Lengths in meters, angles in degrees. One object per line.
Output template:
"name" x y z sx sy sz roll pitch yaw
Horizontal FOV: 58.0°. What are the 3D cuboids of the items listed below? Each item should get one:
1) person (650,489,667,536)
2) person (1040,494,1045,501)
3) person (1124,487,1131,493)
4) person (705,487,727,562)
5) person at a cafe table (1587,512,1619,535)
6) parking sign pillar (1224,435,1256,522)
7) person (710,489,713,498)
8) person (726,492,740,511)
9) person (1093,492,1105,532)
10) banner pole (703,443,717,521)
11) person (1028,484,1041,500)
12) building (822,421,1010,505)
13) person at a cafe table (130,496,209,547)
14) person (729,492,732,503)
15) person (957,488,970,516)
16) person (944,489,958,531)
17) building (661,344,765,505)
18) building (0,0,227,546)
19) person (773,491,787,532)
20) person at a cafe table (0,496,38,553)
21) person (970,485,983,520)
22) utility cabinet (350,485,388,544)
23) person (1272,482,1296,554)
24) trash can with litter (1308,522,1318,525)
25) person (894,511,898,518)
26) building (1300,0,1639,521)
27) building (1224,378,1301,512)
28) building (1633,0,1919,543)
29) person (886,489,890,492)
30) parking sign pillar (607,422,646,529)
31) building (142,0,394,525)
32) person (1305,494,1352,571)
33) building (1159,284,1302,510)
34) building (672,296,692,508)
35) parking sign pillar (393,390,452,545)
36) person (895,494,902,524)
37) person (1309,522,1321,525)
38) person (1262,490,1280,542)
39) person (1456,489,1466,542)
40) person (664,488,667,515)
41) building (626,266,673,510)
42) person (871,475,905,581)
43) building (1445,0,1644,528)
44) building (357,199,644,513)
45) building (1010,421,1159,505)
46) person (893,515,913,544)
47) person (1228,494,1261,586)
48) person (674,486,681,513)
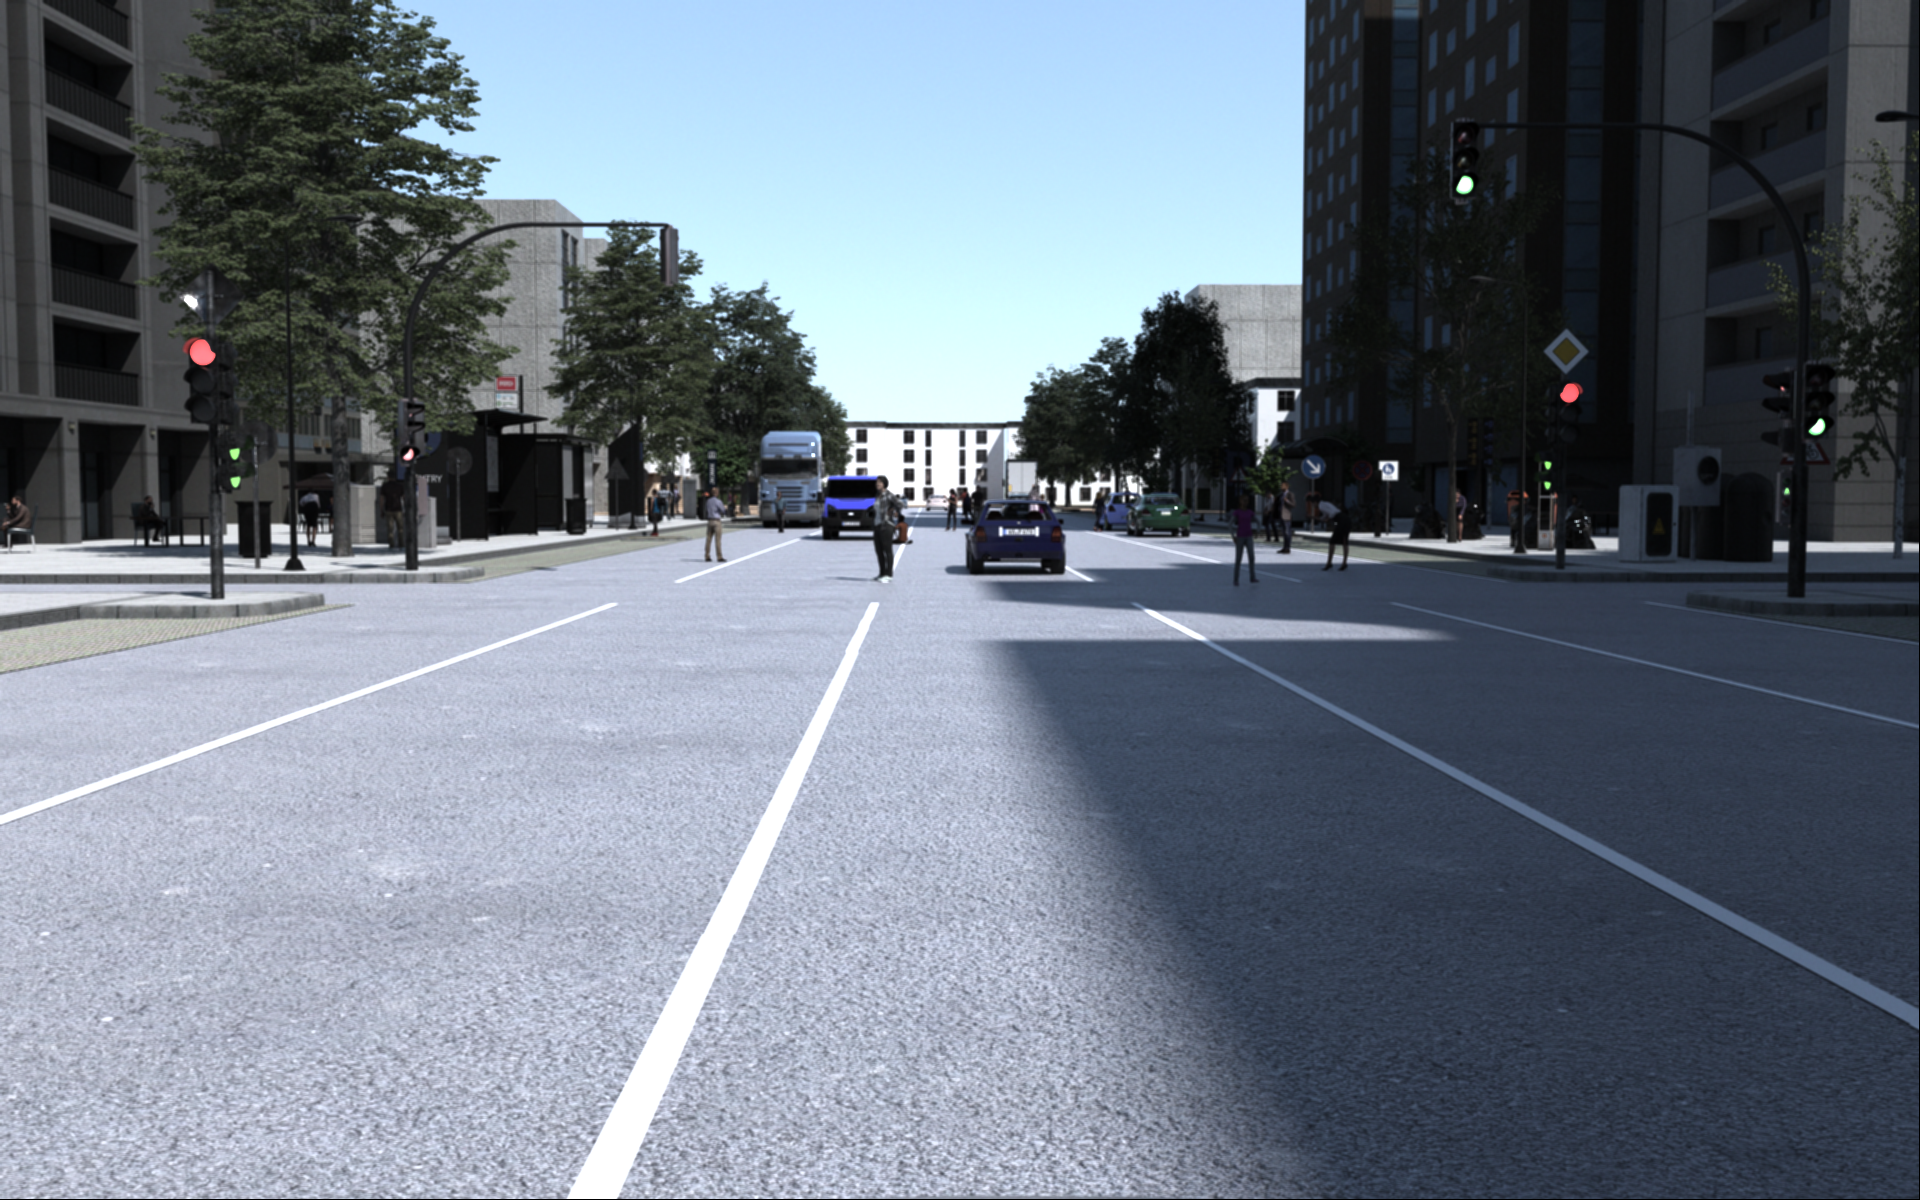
"person" -10.292 -2.953 58.651 0.662 1.594 0.647 2 4 24
"person" 2.882 -2.893 59.043 0.726 1.435 0.776 2 4 29
"person" 12.248 -7.374 126.616 1.348 1.823 0.705 1 4 19
"person" -5.203 -1.602 36.760 0.516 1.574 0.319 2 4 34
"person at a cafe table" 20.613 -2.630 53.863 1.726 1.238 1.698 -3 4 -36
"parking sign pillar" 12.749 -5.515 78.648 1.447 3.967 1.447 2 4 31
"person" -23.592 -9.678 164.997 0.721 1.735 1.217 -2 4 -28
"person" -15.928 -6.891 121.977 1.065 1.426 0.557 0 4 5
"person" 5.286 -3.368 66.110 0.480 1.512 0.613 1 4 16
"banner pole" -12.198 -5.760 84.189 0.863 3.779 0.401 -1 4 -20
"person" 2.442 -2.880 56.258 0.621 1.740 0.551 -3 5 -40
"building" -8.688 -16.026 204.173 28.070 9.664 9.099 0 4 -1
"person at a cafe table" -19.496 -1.928 42.386 1.726 1.238 1.698 2 4 25
"person" -17.259 -7.408 130.381 0.599 1.433 0.991 -3 5 -45
"person" 0.289 -6.504 114.772 1.348 1.831 0.705 -3 5 -44
"person" -0.374 -3.540 67.841 0.593 1.643 0.415 1 4 12
"building" -38.515 -20.783 206.259 31.486 18.905 16.747 0 4 -1
"building" -33.152 -37.265 47.536 20.563 71.187 20.611 0 4 -1
"person" -6.681 -3.292 64.536 0.499 1.552 0.429 2 4 26
"person at a cafe table" -20.876 -1.624 37.411 1.726 1.238 1.698 -2 4 -27
"person" 0.744 -4.082 75.369 0.598 1.807 0.434 -1 4 -10
"utility cabinet" -15.172 -2.195 44.569 0.318 1.500 1.173 1 4 21
"person" 7.789 -1.983 41.748 0.431 1.722 0.655 -1 4 -14
"trash can with litter" 14.554 -3.685 71.641 0.624 1.170 1.055 0 4 4
"person" -3.768 -5.148 103.149 0.381 0.543 0.357 -2 4 -32
"building" 27.729 -27.349 97.275 14.600 45.320 14.200 0 4 -1
"building" 25.884 -11.194 125.163 9.099 9.664 28.070 0 4 -1
"building" 37.156 -31.012 49.042 28.212 58.520 21.231 0 4 -1
"person" -3.508 -4.242 79.312 0.566 1.644 0.517 3 5 42
"parking sign pillar" -12.505 -4.672 64.866 1.447 3.967 1.447 1 4 20
"building" -41.699 -23.651 78.572 32.217 40.220 23.993 0 4 -1
"person" 6.916 -1.271 32.469 0.799 1.438 0.628 0 4 -3
"building" 28.289 -17.627 154.653 16.747 18.905 31.486 0 4 -1
"building" -31.337 -18.633 161.062 11.380 20.091 16.016 0 4 -1
"parking sign pillar" -13.651 -3.389 43.883 1.447 3.967 1.447 -1 4 -14
"person" -2.684 -4.045 77.868 0.726 1.435 0.776 3 5 43
"person" 14.558 -3.910 70.696 0.841 1.734 0.376 0 4 4
"person" 9.219 -2.486 51.360 0.590 1.554 0.614 0 4 -5
"person" 13.312 -2.266 46.329 0.421 1.427 0.697 1 4 18
"person" -18.388 -6.165 107.549 1.217 1.736 0.721 3 5 41
"building" -32.604 -17.413 141.119 16.016 20.091 11.380 0 4 -1
"person" -1.235 -1.179 28.500 0.376 1.734 0.841 -2 4 -25
"building" 28.042 -25.787 71.728 14.600 45.320 14.200 0 4 -1
"building" -32.881 -15.492 119.755 16.747 18.905 31.486 0 4 -1
"building" 19.387 -16.025 204.152 28.070 9.664 9.099 0 4 -1
"person" -1.762 -2.017 49.770 0.859 0.850 0.655 -3 5 -45
"person" 4.486 -0.930 26.948 0.726 1.435 0.776 -1 4 -14
"person" -18.728 -6.652 114.672 0.599 1.838 0.709 2 4 32
